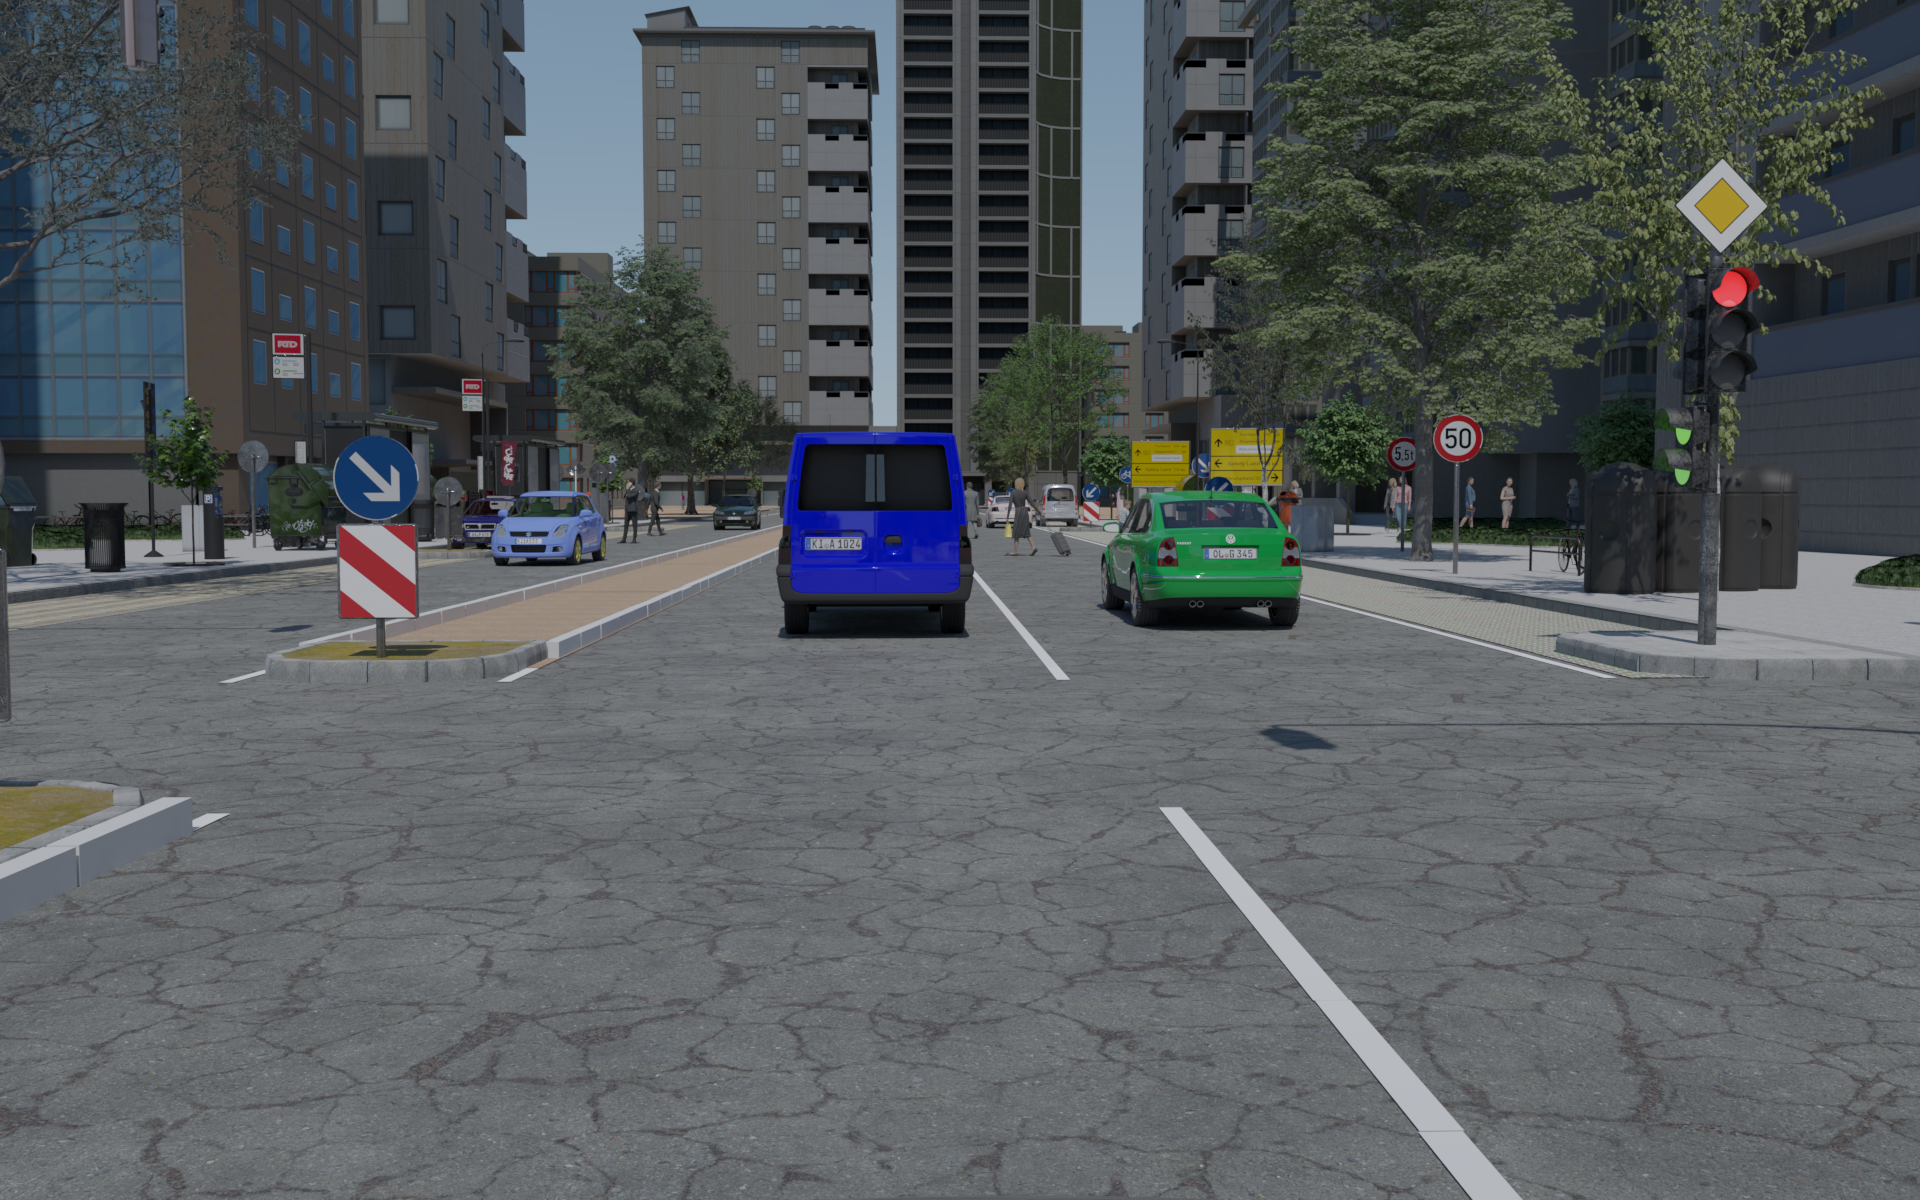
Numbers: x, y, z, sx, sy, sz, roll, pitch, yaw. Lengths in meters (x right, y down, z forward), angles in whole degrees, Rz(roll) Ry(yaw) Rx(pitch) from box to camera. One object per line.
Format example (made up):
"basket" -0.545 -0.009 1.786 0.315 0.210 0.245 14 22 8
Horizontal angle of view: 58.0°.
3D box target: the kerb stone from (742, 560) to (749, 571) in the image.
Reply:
"kerb stone" -4.048 -0.594 31.925 0.120 0.150 1.000 0 4 -2

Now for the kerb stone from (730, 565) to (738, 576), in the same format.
"kerb stone" -3.992 -0.470 29.881 0.120 0.150 1.000 0 4 -2

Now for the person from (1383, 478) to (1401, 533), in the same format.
"person" 14.159 -3.071 56.431 0.728 1.800 0.709 -3 4 -37

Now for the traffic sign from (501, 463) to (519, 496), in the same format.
"traffic sign" -14.861 -3.369 57.219 0.606 2.300 0.079 0 4 3

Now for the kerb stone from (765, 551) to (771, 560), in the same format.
"kerb stone" -4.205 -0.909 37.052 0.120 0.150 1.000 0 4 -2

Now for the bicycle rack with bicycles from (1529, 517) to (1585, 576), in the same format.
"bicycle rack with bicycles" 10.581 -0.906 28.201 2.852 0.926 2.925 0 4 -5

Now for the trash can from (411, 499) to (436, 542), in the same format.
"trash can" -14.426 -2.132 46.517 0.748 1.137 0.748 0 3 0

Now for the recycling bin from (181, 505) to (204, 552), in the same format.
"recycling bin" -17.100 -1.614 38.945 0.722 1.027 0.722 -2 4 -24

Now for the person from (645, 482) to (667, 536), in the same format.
"person" -10.316 -3.102 58.995 0.755 1.850 0.659 -1 4 -21

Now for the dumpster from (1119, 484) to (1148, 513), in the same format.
"dumpster" 9.110 -5.329 89.622 1.502 2.255 1.985 0 4 -2

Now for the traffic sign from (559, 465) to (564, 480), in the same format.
"traffic sign" -16.888 -4.412 72.235 0.768 2.556 0.104 0 4 6

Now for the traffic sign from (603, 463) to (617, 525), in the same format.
"traffic sign" -14.667 -4.401 72.055 0.768 2.556 0.104 0 4 3

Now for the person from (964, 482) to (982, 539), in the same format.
"person" 0.323 -2.874 55.600 0.694 1.812 0.767 -1 4 -23

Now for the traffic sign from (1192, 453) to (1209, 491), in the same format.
"traffic sign" 7.636 -3.309 54.212 0.768 2.556 0.104 0 4 5

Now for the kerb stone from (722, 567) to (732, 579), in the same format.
"kerb stone" -3.957 -0.407 28.850 0.120 0.150 1.000 0 4 -2

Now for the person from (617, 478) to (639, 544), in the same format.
"person" -9.575 -2.585 50.132 0.648 1.900 0.474 3 5 40

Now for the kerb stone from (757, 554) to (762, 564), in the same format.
"kerb stone" -4.147 -0.778 35.009 0.120 0.150 1.000 0 4 -2

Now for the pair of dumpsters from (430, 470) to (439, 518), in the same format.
"pair of dumpsters" -17.326 -3.120 53.508 1.574 2.255 4.437 0 4 -2

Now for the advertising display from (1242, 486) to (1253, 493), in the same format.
"advertising display" 10.302 -3.586 63.849 0.974 1.923 0.123 0 4 8

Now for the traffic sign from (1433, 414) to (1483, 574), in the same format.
"traffic sign" 7.954 -1.690 27.740 0.768 2.556 0.104 0 4 7

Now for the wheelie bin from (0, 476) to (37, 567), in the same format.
"wheelie bin" -16.885 -1.393 30.690 0.693 1.594 0.980 1 4 16

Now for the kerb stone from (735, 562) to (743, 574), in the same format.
"kerb stone" -4.019 -0.533 30.903 0.120 0.150 1.000 0 4 -2

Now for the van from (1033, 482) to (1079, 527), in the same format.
"van" 4.259 -4.253 76.544 2.013 2.044 4.112 0 4 -2

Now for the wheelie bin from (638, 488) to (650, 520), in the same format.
"wheelie bin" -15.606 -4.702 84.790 0.980 1.594 0.693 0 4 7

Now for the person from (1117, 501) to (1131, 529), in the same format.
"person" 4.478 -2.084 47.261 0.352 1.250 0.332 -1 4 -13

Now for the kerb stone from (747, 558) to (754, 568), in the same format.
"kerb stone" -4.081 -0.658 32.946 0.120 0.150 1.000 0 4 -2

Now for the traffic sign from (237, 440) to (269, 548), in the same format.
"traffic sign" -16.752 -2.504 41.047 0.768 2.556 0.104 0 4 5

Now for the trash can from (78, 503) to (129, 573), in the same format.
"trash can" -14.057 -1.028 28.459 0.748 1.137 0.748 0 3 0

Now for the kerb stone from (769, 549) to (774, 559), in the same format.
"kerb stone" -4.236 -0.969 38.076 0.120 0.150 1.000 0 4 -2

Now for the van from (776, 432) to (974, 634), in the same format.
"van" -0.973 -0.920 19.426 2.240 2.365 5.245 0 4 -3

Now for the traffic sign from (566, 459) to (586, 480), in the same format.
"traffic sign" -14.512 -4.016 65.397 0.795 2.593 0.064 0 4 5

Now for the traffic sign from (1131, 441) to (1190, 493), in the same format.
"traffic sign" 7.642 -4.418 66.114 2.265 3.308 0.079 0 4 -1

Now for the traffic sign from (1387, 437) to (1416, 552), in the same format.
"traffic sign" 9.880 -2.355 38.609 0.768 2.556 0.104 0 4 3

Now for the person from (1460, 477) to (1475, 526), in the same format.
"person" 16.349 -3.038 55.742 0.654 1.822 0.581 2 4 26

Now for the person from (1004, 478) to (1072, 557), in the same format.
"person" 1.755 -1.908 39.911 1.509 1.804 0.699 1 4 22

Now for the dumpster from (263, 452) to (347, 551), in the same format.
"dumpster" -14.941 -2.279 39.757 1.502 2.255 1.985 0 4 -2

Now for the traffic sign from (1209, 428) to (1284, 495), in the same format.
"traffic sign" 8.803 -3.631 53.238 2.265 3.308 0.079 0 4 6

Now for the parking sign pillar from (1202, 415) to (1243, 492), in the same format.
"parking sign pillar" 8.956 -4.325 59.187 1.447 3.967 1.447 -1 4 -13

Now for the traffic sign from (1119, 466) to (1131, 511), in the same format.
"traffic sign" 7.702 -4.857 79.514 0.768 2.556 0.104 0 4 6

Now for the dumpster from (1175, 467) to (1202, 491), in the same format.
"dumpster" 8.502 -3.627 61.795 1.502 2.255 1.985 0 4 -2

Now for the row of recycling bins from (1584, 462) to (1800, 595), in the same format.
"row of recycling bins" 9.803 -0.972 23.001 3.534 1.692 1.069 -2 4 -26

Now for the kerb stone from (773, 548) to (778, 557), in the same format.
"kerb stone" -4.269 -1.034 39.097 0.120 0.150 1.000 0 4 -2

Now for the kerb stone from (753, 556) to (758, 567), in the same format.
"kerb stone" -4.111 -0.718 33.977 0.120 0.150 1.000 0 4 -2

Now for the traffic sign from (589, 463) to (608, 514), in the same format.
"traffic sign" -15.007 -4.389 71.859 0.768 2.556 0.104 0 4 0

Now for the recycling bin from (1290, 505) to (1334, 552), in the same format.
"recycling bin" 7.854 -1.594 38.611 0.722 1.027 0.722 -3 5 -44

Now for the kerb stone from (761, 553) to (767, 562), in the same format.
"kerb stone" -4.173 -0.845 36.031 0.120 0.150 1.000 0 4 -2

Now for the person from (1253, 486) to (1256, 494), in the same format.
"person" 14.832 -4.953 87.359 0.374 1.781 0.599 -1 4 -19
